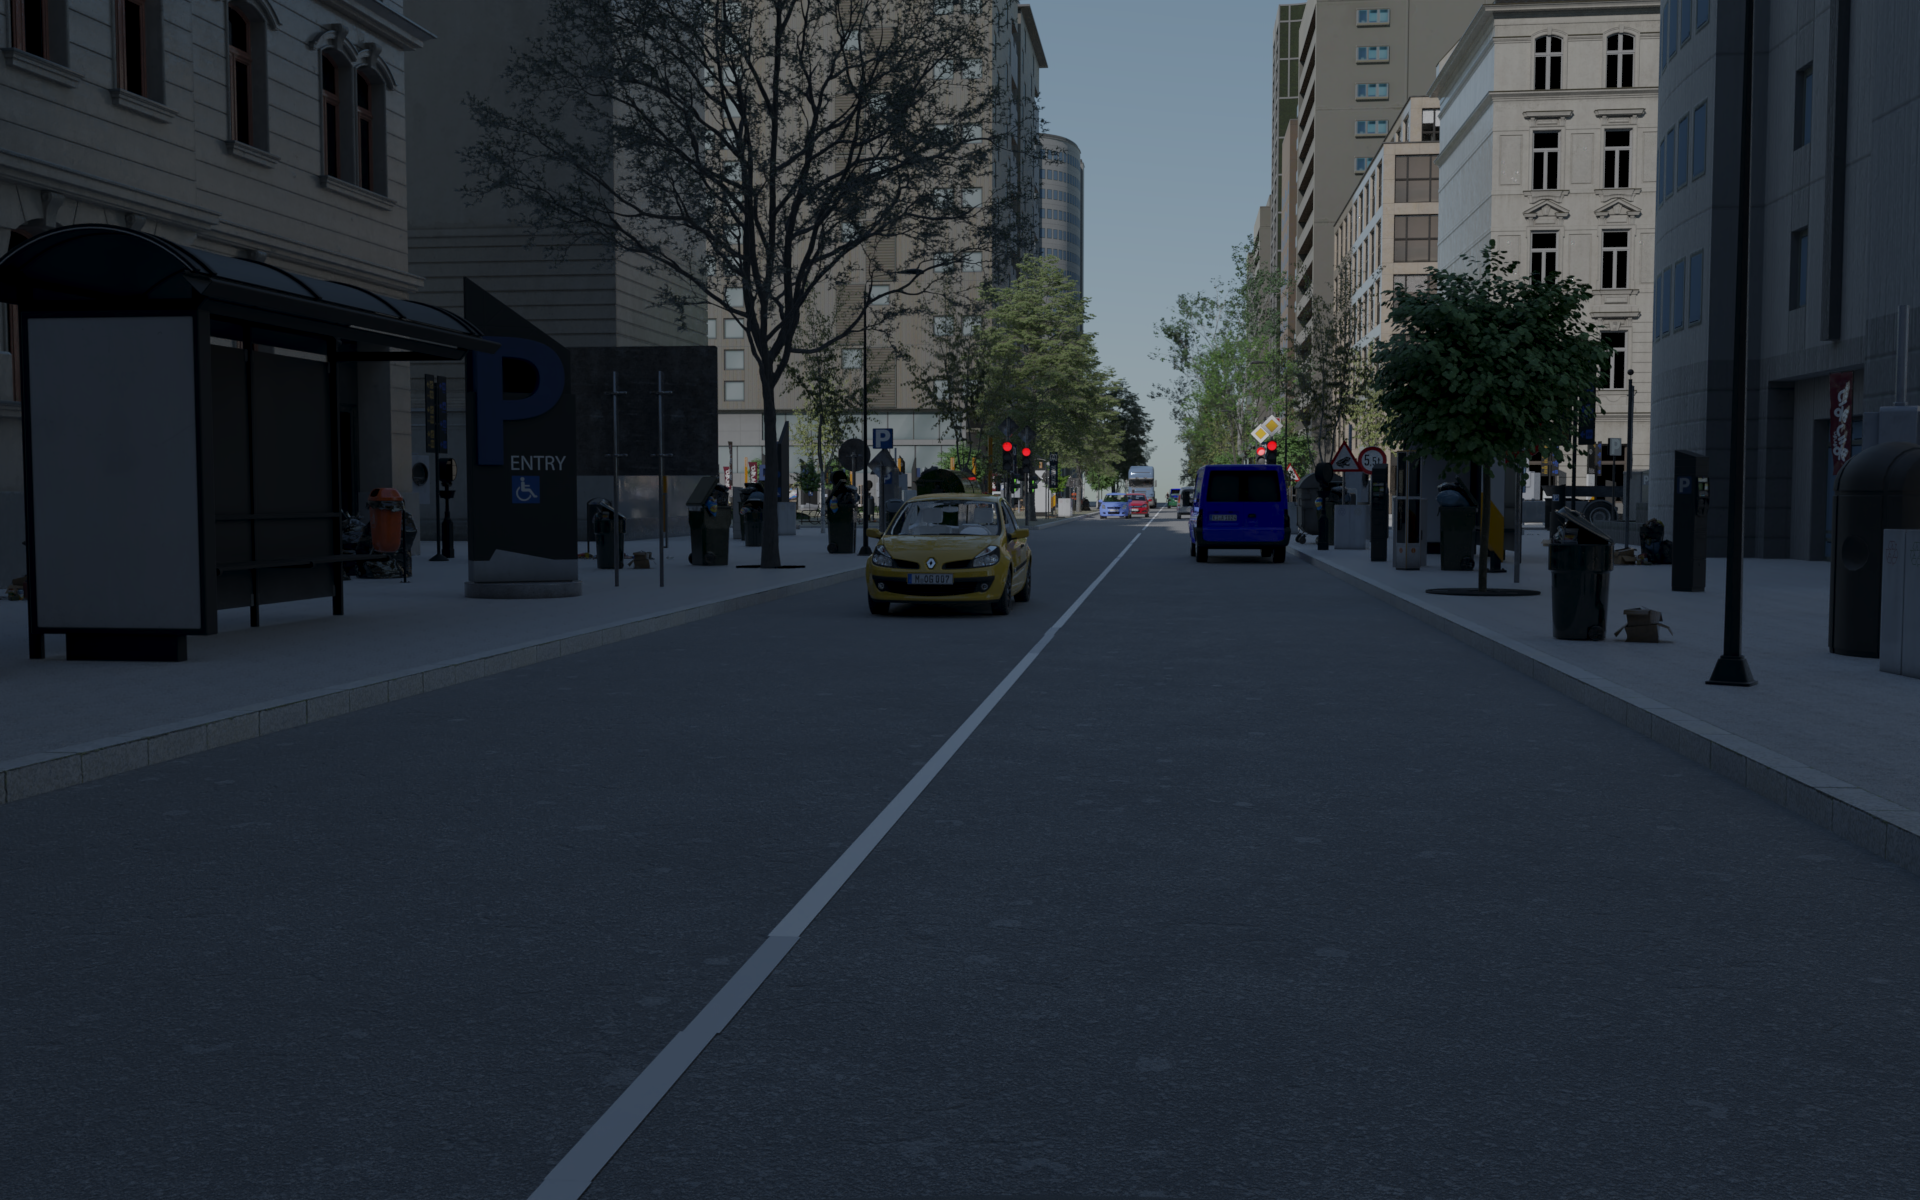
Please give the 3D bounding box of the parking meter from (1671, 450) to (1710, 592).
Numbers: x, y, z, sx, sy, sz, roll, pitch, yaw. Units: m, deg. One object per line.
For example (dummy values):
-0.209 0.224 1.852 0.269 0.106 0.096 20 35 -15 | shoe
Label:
9.607 -1.043 22.769 0.255 1.863 0.399 -2 4 -29 | parking meter

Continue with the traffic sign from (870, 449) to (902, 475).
-2.046 -2.921 47.760 0.884 2.594 0.081 0 4 7 | traffic sign

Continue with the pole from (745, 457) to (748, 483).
-11.887 -6.266 96.287 0.158 3.312 0.155 0 3 0 | pole

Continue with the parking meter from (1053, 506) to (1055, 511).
7.099 -7.801 133.256 0.399 1.863 0.255 2 4 35 | parking meter

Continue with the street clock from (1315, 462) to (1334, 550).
8.303 -2.139 39.542 0.358 2.002 0.471 3 5 42 | street clock

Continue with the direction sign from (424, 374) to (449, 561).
-9.988 -2.513 33.088 0.379 3.537 0.876 1 4 8 | direction sign

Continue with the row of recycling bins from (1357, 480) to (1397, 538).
12.128 -2.724 51.643 1.069 1.692 3.534 0 4 4 | row of recycling bins

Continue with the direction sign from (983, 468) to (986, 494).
1.877 -8.695 134.168 0.379 3.537 0.876 1 4 15 | direction sign

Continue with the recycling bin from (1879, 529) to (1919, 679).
7.008 0.022 12.188 0.722 1.027 0.722 0 4 2 | recycling bin

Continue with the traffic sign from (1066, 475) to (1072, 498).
7.505 -7.212 117.925 0.884 2.594 0.081 1 4 13 | traffic sign

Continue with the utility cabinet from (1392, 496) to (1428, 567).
7.973 -1.192 30.644 0.306 1.237 1.020 2 4 33 | utility cabinet

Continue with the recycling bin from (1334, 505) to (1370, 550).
9.138 -1.701 40.359 0.722 1.027 0.722 1 4 21 | recycling bin

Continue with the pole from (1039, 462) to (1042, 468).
4.963 -6.894 106.566 0.158 3.312 0.155 0 3 0 | pole

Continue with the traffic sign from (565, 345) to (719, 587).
-4.444 -1.837 23.902 2.265 3.308 0.079 0 4 7 | traffic sign

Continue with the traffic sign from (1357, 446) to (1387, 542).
10.934 -2.807 46.004 0.768 2.556 0.104 1 4 9 | traffic sign

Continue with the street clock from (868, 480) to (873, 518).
-4.778 -5.226 90.010 0.471 2.002 0.358 -3 4 -36 | street clock

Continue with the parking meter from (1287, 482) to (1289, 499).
13.219 -3.986 70.888 0.399 1.863 0.255 3 4 37 | parking meter

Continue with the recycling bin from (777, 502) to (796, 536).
-5.594 -2.531 53.930 0.722 1.027 0.722 -3 5 -44 | recycling bin

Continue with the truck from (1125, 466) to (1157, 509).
18.334 -11.224 173.271 2.967 4.110 18.799 0 4 7 | truck

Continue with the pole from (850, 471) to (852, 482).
-8.217 -8.409 131.333 0.158 3.312 0.155 0 3 0 | pole

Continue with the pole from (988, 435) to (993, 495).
1.052 -4.062 60.254 0.158 3.312 0.155 0 3 0 | pole

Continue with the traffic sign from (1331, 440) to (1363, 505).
9.270 -2.558 41.834 0.884 2.594 0.081 1 4 13 | traffic sign

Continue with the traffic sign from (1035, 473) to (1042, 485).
3.886 -5.467 90.572 0.795 2.450 0.064 1 4 13 | traffic sign

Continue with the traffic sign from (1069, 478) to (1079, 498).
7.280 -6.629 110.510 0.606 2.300 0.079 1 4 12 | traffic sign

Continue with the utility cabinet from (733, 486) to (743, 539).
-6.342 -2.503 49.597 0.318 1.500 1.173 0 4 -7 | utility cabinet

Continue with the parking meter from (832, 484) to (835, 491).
-5.407 -4.283 75.736 0.399 1.863 0.255 -1 4 -11 | parking meter

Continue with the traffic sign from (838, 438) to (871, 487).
-2.408 -2.403 39.403 0.768 2.556 0.104 1 4 12 | traffic sign

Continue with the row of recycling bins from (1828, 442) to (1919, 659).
8.753 -0.395 13.570 3.534 1.692 1.069 0 4 5 | row of recycling bins

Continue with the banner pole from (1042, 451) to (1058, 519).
4.696 -6.107 89.868 0.863 3.779 0.401 0 4 -6 | banner pole

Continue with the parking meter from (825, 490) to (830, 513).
-8.552 -6.324 111.814 0.372 1.533 0.369 0 3 0 | parking meter

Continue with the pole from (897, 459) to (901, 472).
-3.502 -6.466 99.554 0.158 3.312 0.155 0 3 0 | pole

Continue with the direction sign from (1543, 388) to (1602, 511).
9.877 -2.193 27.849 0.379 3.537 0.876 -1 4 -22 | direction sign

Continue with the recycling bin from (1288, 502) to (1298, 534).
10.420 -2.621 55.399 0.722 1.027 0.722 0 4 2 | recycling bin

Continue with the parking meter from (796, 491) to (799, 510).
-13.385 -8.302 141.450 0.399 1.863 0.255 -1 4 -20 | parking meter

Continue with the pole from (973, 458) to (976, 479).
0.808 -6.333 97.385 0.158 3.312 0.155 0 3 0 | pole

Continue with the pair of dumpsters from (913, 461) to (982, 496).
-0.368 -2.890 49.742 1.574 2.255 4.437 0 4 7 | pair of dumpsters

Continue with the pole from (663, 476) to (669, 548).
-7.014 -2.886 41.025 0.158 3.312 0.155 0 3 0 | pole

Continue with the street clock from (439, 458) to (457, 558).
-10.255 -1.839 34.634 0.358 2.002 0.471 1 4 11 | street clock

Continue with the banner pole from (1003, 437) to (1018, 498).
2.163 -5.290 76.515 0.863 3.779 0.401 -2 4 -26 | banner pole

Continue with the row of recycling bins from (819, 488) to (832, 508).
-10.001 -7.420 128.433 1.069 1.692 3.534 -1 4 -8 | row of recycling bins

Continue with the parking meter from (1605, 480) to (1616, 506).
27.539 -4.134 73.303 0.399 1.863 0.255 3 5 43 | parking meter

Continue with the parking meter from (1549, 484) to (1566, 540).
15.159 -2.172 43.924 0.372 1.533 0.369 0 3 0 | parking meter

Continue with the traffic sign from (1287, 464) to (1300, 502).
13.778 -4.422 72.309 0.884 2.594 0.081 1 4 9 | traffic sign

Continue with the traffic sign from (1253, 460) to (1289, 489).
14.957 -5.371 81.687 2.265 3.308 0.079 1 4 14 | traffic sign

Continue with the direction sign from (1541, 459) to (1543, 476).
25.377 -5.048 74.530 0.379 3.537 0.876 -2 4 -34 | direction sign

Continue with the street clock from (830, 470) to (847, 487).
-3.690 -2.942 52.673 0.471 2.002 0.358 -2 4 -26 | street clock

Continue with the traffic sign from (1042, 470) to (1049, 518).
4.716 -5.633 92.201 0.768 2.556 0.104 1 4 16 | traffic sign

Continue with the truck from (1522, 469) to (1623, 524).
26.499 -4.513 63.551 18.799 4.110 2.967 1 4 9 | truck

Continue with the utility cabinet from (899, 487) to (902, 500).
-1.992 -2.653 52.053 0.318 1.500 1.173 -1 4 -11 | utility cabinet

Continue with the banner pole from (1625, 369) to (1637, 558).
13.530 -2.750 34.973 0.401 3.779 0.863 2 4 28 | banner pole

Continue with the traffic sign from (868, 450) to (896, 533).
-2.051 -2.699 45.319 0.795 2.450 0.064 1 4 10 | traffic sign

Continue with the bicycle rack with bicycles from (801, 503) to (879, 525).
-5.241 -3.630 72.728 2.925 0.926 2.852 -2 4 -33 | bicycle rack with bicycles

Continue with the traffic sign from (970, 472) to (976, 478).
0.301 -4.436 73.712 0.795 2.450 0.064 1 4 13 | traffic sign

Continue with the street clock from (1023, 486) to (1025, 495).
5.507 -8.571 144.701 0.358 2.002 0.471 -3 5 -39 | street clock

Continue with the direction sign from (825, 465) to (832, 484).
-10.350 -8.859 136.843 0.379 3.537 0.876 3 4 36 | direction sign

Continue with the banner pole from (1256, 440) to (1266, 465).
12.668 -5.060 72.750 0.863 3.779 0.401 0 4 -7 | banner pole

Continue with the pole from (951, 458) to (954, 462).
-0.416 -6.307 96.958 0.158 3.312 0.155 0 3 0 | pole

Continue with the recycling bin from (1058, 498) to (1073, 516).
6.055 -5.317 99.491 0.722 1.027 0.722 1 4 13 | recycling bin

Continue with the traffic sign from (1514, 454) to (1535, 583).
8.051 -1.521 24.969 0.768 2.556 0.104 1 4 14 | traffic sign
